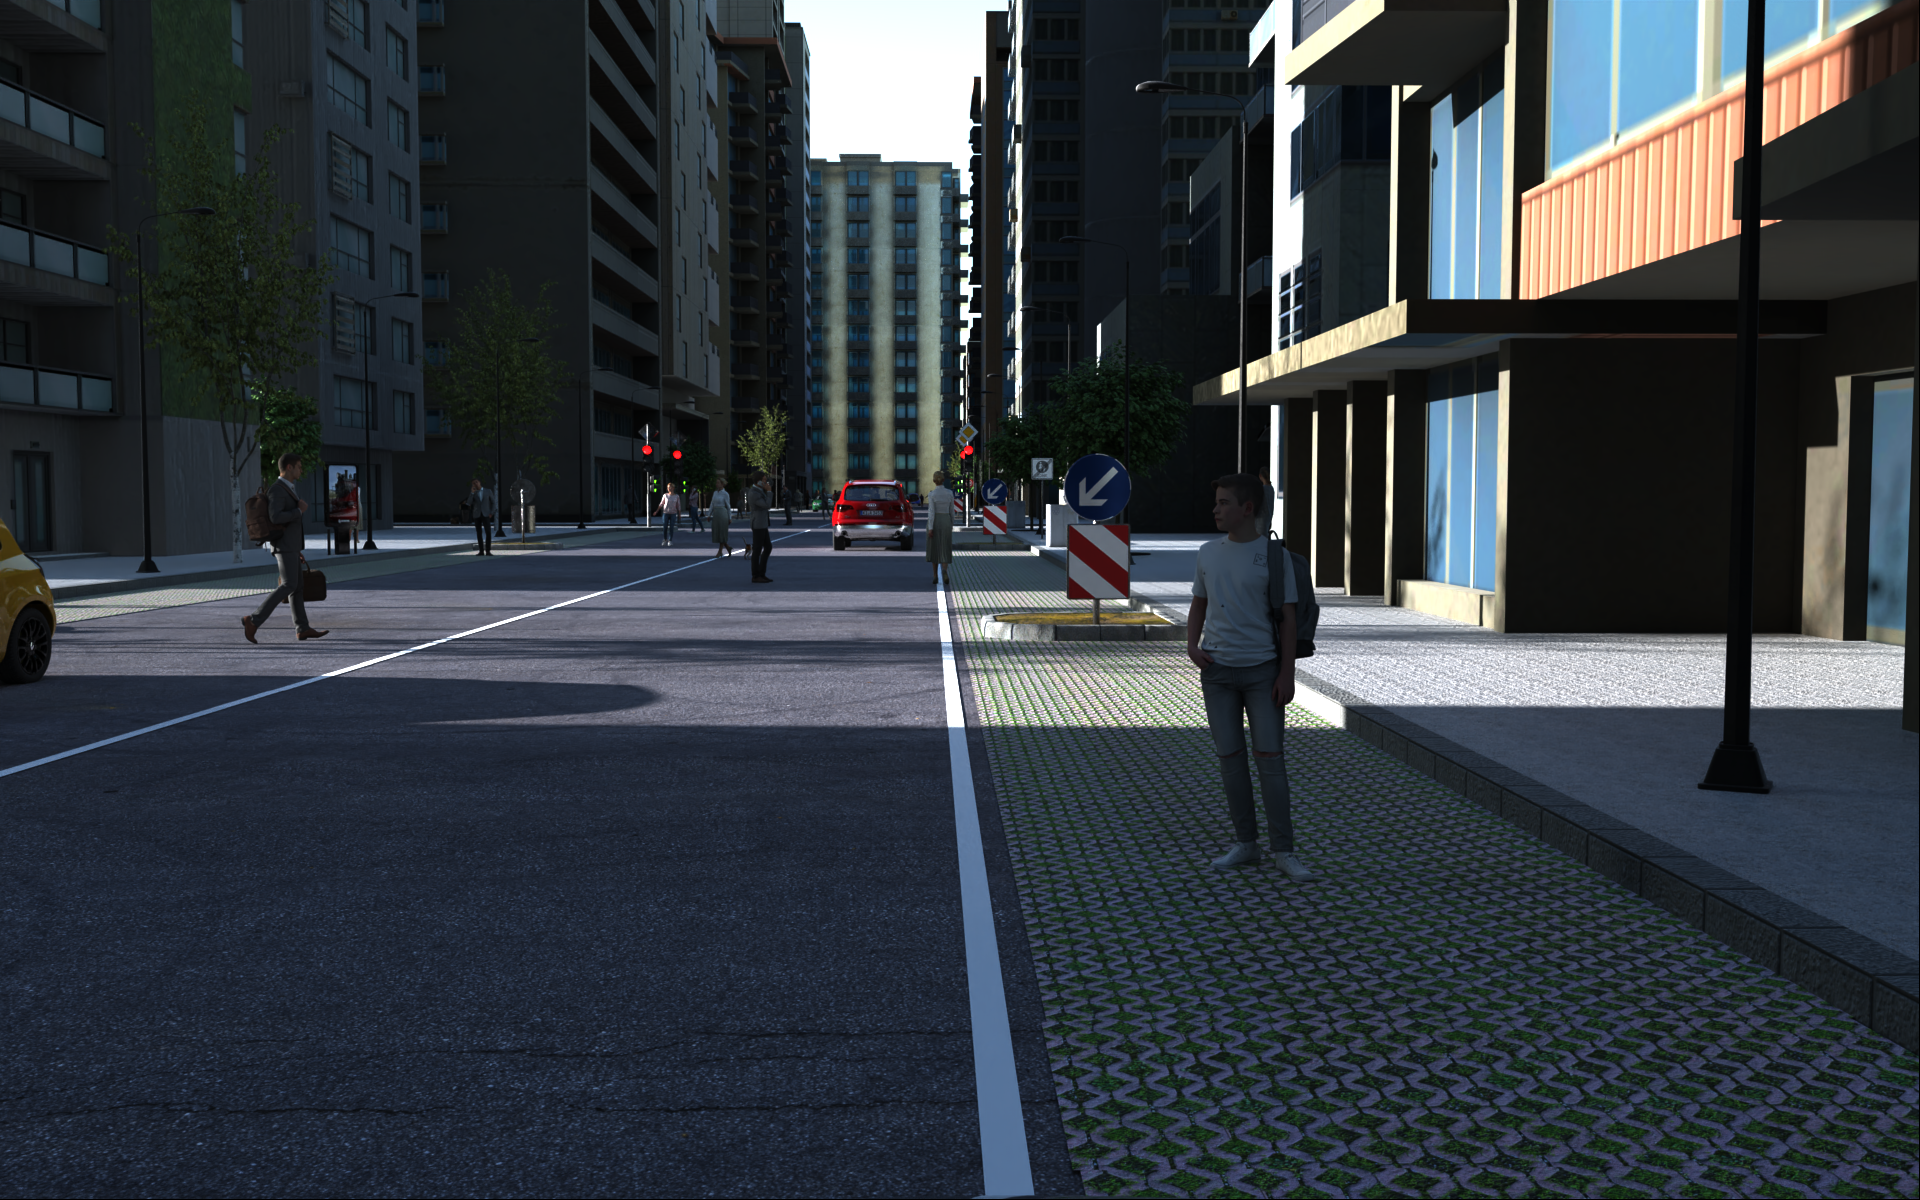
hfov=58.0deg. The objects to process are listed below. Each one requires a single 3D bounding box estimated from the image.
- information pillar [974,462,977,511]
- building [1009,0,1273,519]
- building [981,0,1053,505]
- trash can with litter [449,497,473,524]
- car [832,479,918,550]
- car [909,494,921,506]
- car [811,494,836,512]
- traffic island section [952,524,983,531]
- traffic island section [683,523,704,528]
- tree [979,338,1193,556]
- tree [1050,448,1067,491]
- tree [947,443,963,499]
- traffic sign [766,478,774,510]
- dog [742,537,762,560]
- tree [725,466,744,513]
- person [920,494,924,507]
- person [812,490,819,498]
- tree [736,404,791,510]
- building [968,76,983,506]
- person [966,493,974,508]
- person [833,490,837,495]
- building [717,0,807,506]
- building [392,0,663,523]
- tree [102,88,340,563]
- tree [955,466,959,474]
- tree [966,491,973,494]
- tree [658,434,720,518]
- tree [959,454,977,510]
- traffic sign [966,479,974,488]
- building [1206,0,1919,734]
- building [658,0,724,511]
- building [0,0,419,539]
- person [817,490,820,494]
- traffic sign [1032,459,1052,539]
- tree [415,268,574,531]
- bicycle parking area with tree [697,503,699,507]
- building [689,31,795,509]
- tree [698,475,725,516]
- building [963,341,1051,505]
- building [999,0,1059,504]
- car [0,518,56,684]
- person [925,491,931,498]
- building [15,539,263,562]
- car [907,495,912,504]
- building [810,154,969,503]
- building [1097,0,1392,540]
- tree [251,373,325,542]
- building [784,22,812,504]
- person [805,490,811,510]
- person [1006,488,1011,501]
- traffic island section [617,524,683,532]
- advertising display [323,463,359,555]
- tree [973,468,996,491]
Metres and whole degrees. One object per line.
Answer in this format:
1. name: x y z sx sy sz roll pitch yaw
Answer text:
1. information pillar: 1.189 -8.352 127.906 0.183 3.616 0.504 -1 4 -17
2. building: 15.053 -24.561 93.447 23.993 40.220 32.217 0 4 -1
3. building: 9.042 -31.145 159.335 14.600 45.320 14.200 0 4 -1
4. trash can with litter: -21.405 -3.844 74.229 1.055 1.170 0.624 0 4 5
5. car: -2.243 -2.258 45.589 2.281 1.827 5.304 0 4 -1
6. car: -5.638 -12.244 209.781 1.945 1.707 3.694 0 4 0
7. car: -10.886 -7.826 139.758 2.131 1.459 4.920 0 4 -1
8. traffic island section: 0.212 -3.253 75.462 2.009 0.180 2.903 0 4 -1
9. traffic island section: -12.228 -3.240 75.250 2.009 0.180 2.903 0 4 -1
10. tree: 3.244 -3.228 36.493 4.285 4.588 4.351 0 3 0
11. tree: 3.757 -3.811 56.905 1.663 3.219 1.824 0 3 0
12. tree: 0.250 -16.977 227.942 4.737 8.622 4.395 0 3 0
13. traffic sign: -14.969 -8.280 135.476 0.768 2.556 0.104 0 4 2
14. dog: -4.538 -1.148 38.056 0.406 0.507 0.540 0 4 3
15. tree: -15.717 -7.618 119.149 1.663 3.219 1.824 0 3 0
16. person: -4.114 -10.737 187.279 0.421 1.427 0.697 0 4 8
17. person: -16.529 -11.747 198.810 1.217 1.736 0.721 2 4 27
18. tree: -15.655 -11.623 140.400 4.737 8.622 4.395 0 3 0
19. building: 12.053 -32.188 180.901 22.147 44.769 28.867 0 4 -1
20. person: 0.996 -9.412 159.894 1.348 1.831 0.705 1 4 12
21. person: -13.165 -10.676 182.676 1.348 1.869 0.705 3 5 42
22. building: -27.379 -45.873 188.276 20.563 71.187 20.611 0 4 -1
23. building: -27.366 -28.307 86.522 21.300 48.544 21.600 0 4 -1
24. tree: -13.396 -4.983 31.835 4.737 8.622 4.395 0 3 0
25. tree: 1.278 -9.759 143.273 4.285 4.588 4.351 0 3 0
26. tree: 0.683 -9.915 156.708 1.663 3.219 1.824 0 3 0
27. tree: -14.826 -6.796 94.824 4.285 4.588 4.351 0 3 0
28. tree: 2.477 -4.685 60.308 4.285 4.588 4.351 0 3 0
29. traffic sign: 0.738 -8.645 141.450 0.768 2.556 0.104 0 4 6
30. building: 14.680 -21.877 12.320 22.147 44.769 28.867 0 4 -1
31. building: -31.342 -32.390 118.815 28.713 52.752 27.495 0 4 -1
32. building: -26.655 -22.952 58.853 14.086 41.232 14.154 0 4 -1
33. person: -16.248 -11.866 200.573 0.721 1.766 1.217 -1 4 -19
34. traffic sign: 2.349 -2.895 49.456 0.606 2.300 0.079 0 4 7
35. tree: -14.334 -6.455 55.896 4.737 8.622 4.395 0 3 0
36. bicycle parking area with tree: -26.005 -9.746 146.350 9.016 4.147 8.231 0 4 8
37. building: -27.462 -31.178 164.385 22.147 44.769 28.867 0 4 -1
38. tree: -15.203 -6.603 102.556 1.663 3.219 1.824 0 3 0
39. building: 14.409 -22.379 210.939 27.650 21.520 28.899 0 4 -1
40. building: 15.117 -31.380 132.677 23.786 49.044 30.456 0 4 -1
41. car: -7.860 -0.092 11.735 2.015 1.641 3.980 0 4 0
42. person: -3.106 -10.820 185.538 1.348 1.807 0.705 -1 4 -11
43. building: -23.299 -21.342 32.535 14.154 41.232 14.086 0 4 -1
44. car: -4.940 -8.185 145.826 2.014 1.417 4.499 0 4 -2
45. building: -14.104 -38.336 246.404 30.456 49.044 23.786 0 4 -1
46. building: 16.685 -45.032 48.949 22.319 86.520 31.000 0 4 -1
47. tree: -18.900 -3.888 47.283 4.285 4.588 4.351 0 3 0
48. building: -32.728 -41.078 213.621 28.212 58.520 21.231 0 4 -1
49. person: -13.898 -9.148 158.211 0.705 1.807 1.348 1 4 18
50. person: 4.184 -8.839 150.542 0.573 1.828 0.580 1 4 11
51. traffic island section: -12.088 -2.751 67.266 2.009 0.180 2.903 0 4 -1
52. advertising display: -13.110 -1.926 36.710 0.123 1.923 0.974 1 4 19
53. tree: 2.172 -7.419 115.909 1.663 3.219 1.824 0 3 0
